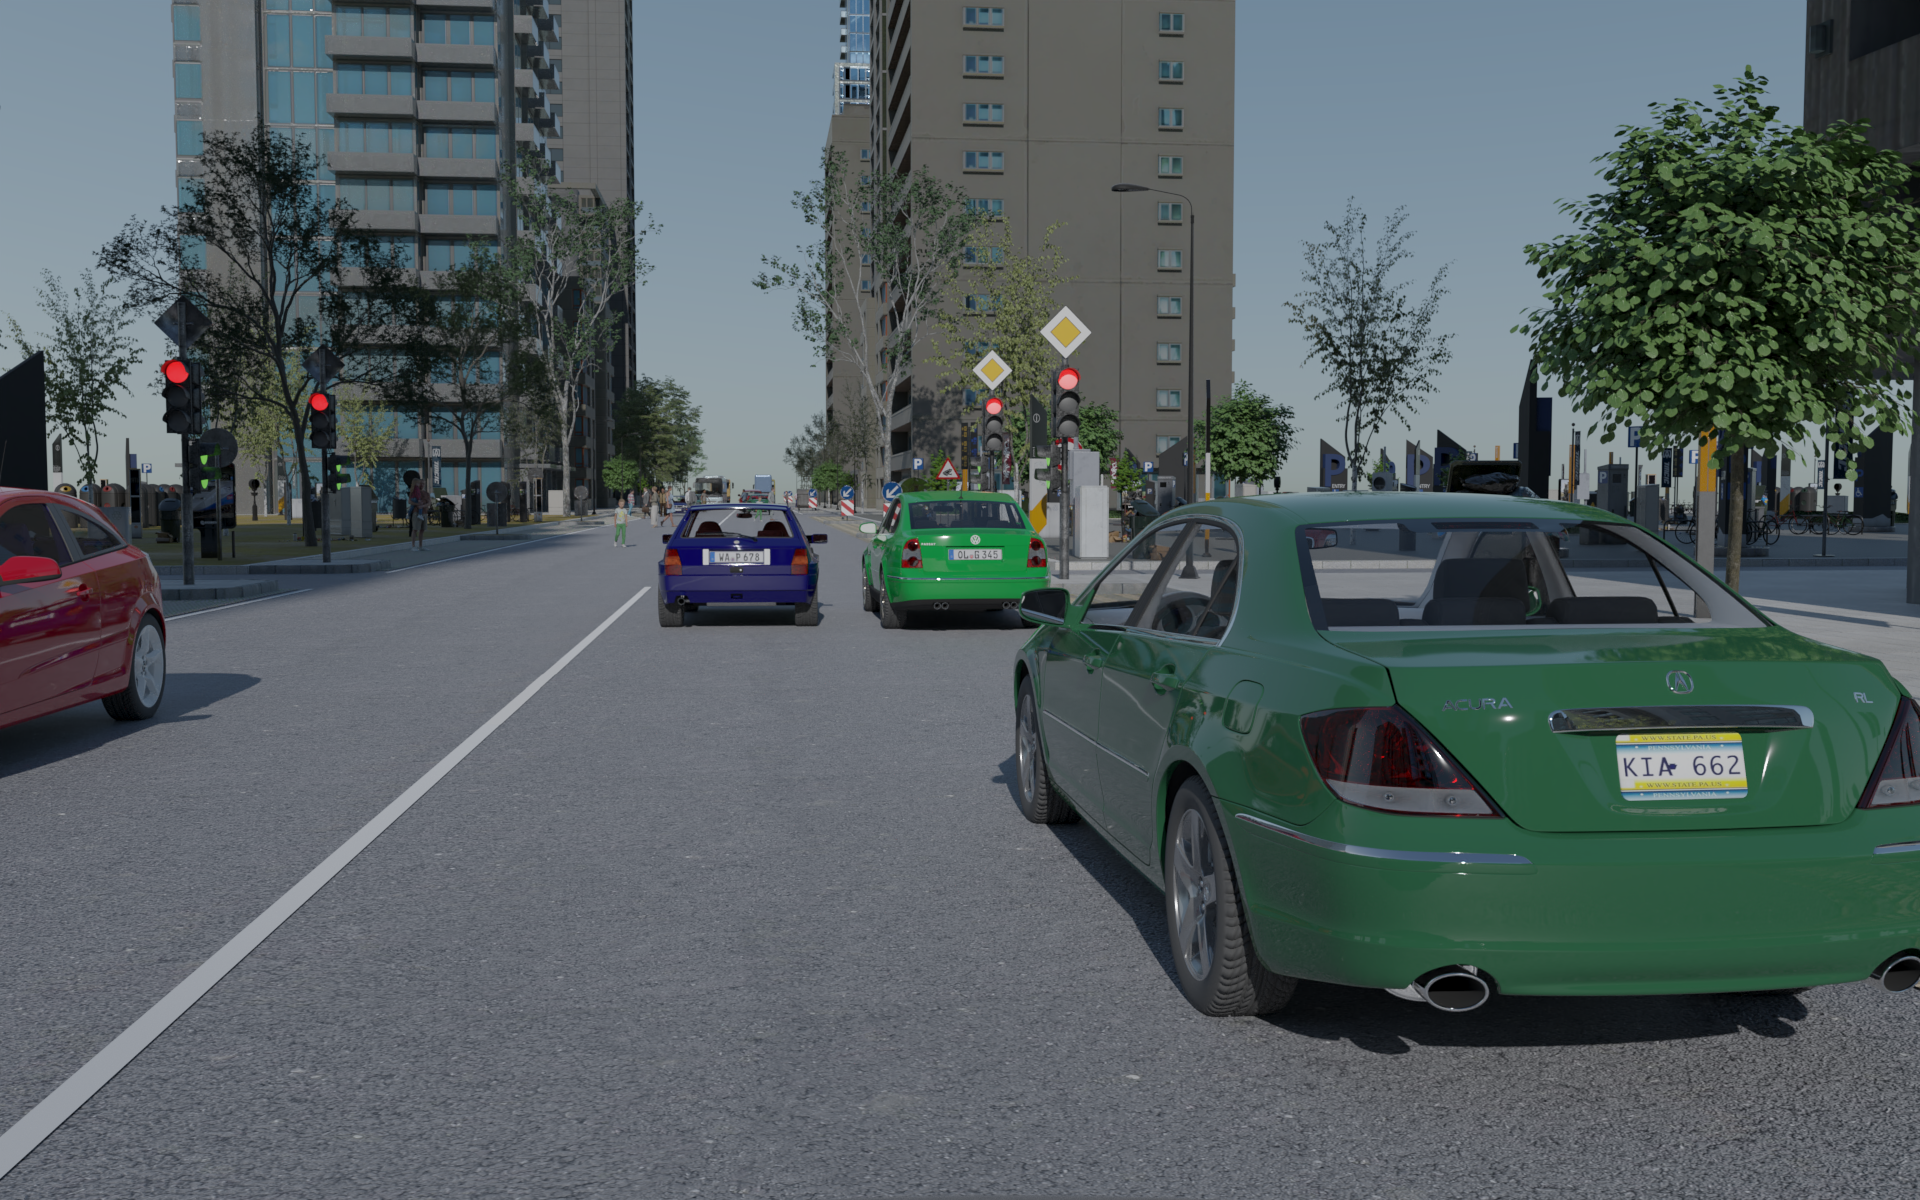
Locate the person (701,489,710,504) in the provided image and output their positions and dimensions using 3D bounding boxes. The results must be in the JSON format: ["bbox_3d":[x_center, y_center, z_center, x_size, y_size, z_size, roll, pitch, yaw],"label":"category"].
[{"bbox_3d":[-20.258,-7.885,137.424,0.705,1.824,1.348,1,4,20],"label":"person"}]

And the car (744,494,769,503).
[{"bbox_3d":[-13.769,-6.555,118.969,2.131,1.459,4.920,0,4,-8],"label":"car"}]

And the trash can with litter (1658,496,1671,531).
[{"bbox_3d":[24.473,-3.089,61.563,2.233,1.210,1.678,0,4,5],"label":"trash can with litter"}]

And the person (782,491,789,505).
[{"bbox_3d":[-18.157,-10.458,180.012,0.750,1.759,0.617,0,4,-1],"label":"person"}]

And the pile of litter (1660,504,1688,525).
[{"bbox_3d":[30.218,-3.638,73.441,1.719,0.858,1.176,-2,4,-35],"label":"pile of litter"}]

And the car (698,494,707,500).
[{"bbox_3d":[-22.648,-8.307,147.611,2.131,1.459,4.920,-1,4,-9],"label":"car"}]

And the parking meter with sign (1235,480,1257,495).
[{"bbox_3d":[14.413,-5.500,86.178,1.738,3.016,0.543,-1,4,-22],"label":"parking meter with sign"}]

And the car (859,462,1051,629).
[{"bbox_3d":[-0.133,-0.676,19.855,1.959,1.807,4.718,0,4,-7],"label":"car"}]

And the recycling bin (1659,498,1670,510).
[{"bbox_3d":[40.639,-5.373,100.398,0.722,1.027,0.722,-3,5,-43],"label":"recycling bin"}]

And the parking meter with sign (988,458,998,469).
[{"bbox_3d":[1.019,-5.229,81.757,0.543,3.016,1.738,3,5,43],"label":"parking meter with sign"}]

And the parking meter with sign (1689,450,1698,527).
[{"bbox_3d":[29.024,-4.361,67.563,0.543,3.016,1.738,0,4,1],"label":"parking meter with sign"}]

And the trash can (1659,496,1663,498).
[{"bbox_3d":[46.457,-6.334,115.210,0.748,1.137,0.748,0,3,0],"label":"trash can"}]

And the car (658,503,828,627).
[{"bbox_3d":[-2.500,-0.455,20.025,1.945,1.354,3.894,0,4,-5],"label":"car"}]

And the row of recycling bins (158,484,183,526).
[{"bbox_3d":[-32.309,-3.840,69.902,1.069,1.692,3.534,0,4,1],"label":"row of recycling bins"}]

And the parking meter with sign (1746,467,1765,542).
[{"bbox_3d":[21.266,-3.093,46.823,0.543,3.016,1.738,2,4,33],"label":"parking meter with sign"}]

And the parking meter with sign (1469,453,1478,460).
[{"bbox_3d":[20.987,-4.712,73.304,1.738,3.016,0.543,-1,4,-15],"label":"parking meter with sign"}]

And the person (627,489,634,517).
[{"bbox_3d":[-20.417,-5.995,107.351,0.643,1.720,0.563,-2,4,-35],"label":"person"}]

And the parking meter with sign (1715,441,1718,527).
[{"bbox_3d":[25.831,-3.744,57.470,1.738,3.016,0.543,-1,4,-13],"label":"parking meter with sign"}]

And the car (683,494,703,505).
[{"bbox_3d":[-22.075,-7.968,142.067,2.131,1.459,4.920,0,4,-6],"label":"car"}]

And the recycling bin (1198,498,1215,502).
[{"bbox_3d":[14.819,-5.602,104.153,0.722,1.027,0.722,-2,4,-31],"label":"recycling bin"}]

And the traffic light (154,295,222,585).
[{"bbox_3d":[-10.922,-2.173,24.457,0.839,4.253,0.868,0,4,-7],"label":"traffic light"}]

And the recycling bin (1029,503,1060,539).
[{"bbox_3d":[2.453,-2.309,50.311,0.722,1.027,0.722,-1,4,-21],"label":"recycling bin"}]

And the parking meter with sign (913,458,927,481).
[{"bbox_3d":[-1.700,-5.431,85.059,0.543,3.016,1.738,1,4,23],"label":"parking meter with sign"}]

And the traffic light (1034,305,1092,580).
[{"bbox_3d":[1.550,-2.265,25.951,0.839,4.253,0.868,0,4,-7],"label":"traffic light"}]

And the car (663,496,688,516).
[{"bbox_3d":[-18.448,-6.141,112.990,1.945,1.354,3.894,0,4,-8],"label":"car"}]

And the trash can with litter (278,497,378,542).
[{"bbox_3d":[-17.387,-2.229,47.504,2.233,1.210,1.678,0,4,-5],"label":"trash can with litter"}]

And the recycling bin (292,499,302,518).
[{"bbox_3d":[-35.377,-4.872,92.205,0.722,1.027,0.722,-2,4,-27],"label":"recycling bin"}]

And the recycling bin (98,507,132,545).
[{"bbox_3d":[-16.564,-1.296,33.745,0.722,1.027,0.722,-1,4,-21],"label":"recycling bin"}]

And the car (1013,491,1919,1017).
[{"bbox_3d":[1.361,0.338,6.272,2.131,1.459,4.920,0,4,-7],"label":"car"}]

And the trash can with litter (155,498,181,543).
[{"bbox_3d":[-20.687,-2.078,45.354,0.624,1.170,1.055,-1,4,-11],"label":"trash can with litter"}]

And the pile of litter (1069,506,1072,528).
[{"bbox_3d":[4.437,-3.169,65.784,1.176,0.858,1.719,-1,4,-19],"label":"pile of litter"}]

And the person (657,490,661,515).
[{"bbox_3d":[-20.916,-6.797,120.355,0.721,1.735,1.217,3,5,43],"label":"person"}]

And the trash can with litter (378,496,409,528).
[{"bbox_3d":[-21.687,-3.355,65.905,2.233,1.210,1.678,0,4,-2],"label":"trash can with litter"}]

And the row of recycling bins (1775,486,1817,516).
[{"bbox_3d":[45.931,-5.412,95.596,1.069,1.692,3.534,-1,4,-11],"label":"row of recycling bins"}]

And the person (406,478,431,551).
[{"bbox_3d":[-13.539,-2.129,43.291,0.573,1.828,0.580,0,4,-5],"label":"person"}]

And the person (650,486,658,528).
[{"bbox_3d":[-13.064,-3.968,73.927,0.362,1.759,0.519,0,4,3],"label":"person"}]

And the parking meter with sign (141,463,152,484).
[{"bbox_3d":[-46.871,-6.291,99.117,1.738,3.016,0.543,3,5,42],"label":"parking meter with sign"}]

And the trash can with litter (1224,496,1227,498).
[{"bbox_3d":[15.902,-5.560,101.963,2.233,1.210,1.678,1,4,8],"label":"trash can with litter"}]

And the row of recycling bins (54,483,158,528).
[{"bbox_3d":[-32.307,-3.552,65.182,3.534,1.692,1.069,0,4,2],"label":"row of recycling bins"}]

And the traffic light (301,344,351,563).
[{"bbox_3d":[-11.866,-2.658,32.386,0.839,4.253,0.868,0,4,-7],"label":"traffic light"}]

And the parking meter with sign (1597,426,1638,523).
[{"bbox_3d":[16.591,-2.925,44.092,1.738,3.016,0.543,-2,4,-24],"label":"parking meter with sign"}]

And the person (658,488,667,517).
[{"bbox_3d":[-18.806,-6.182,109.664,1.348,1.812,0.705,0,4,4],"label":"person"}]

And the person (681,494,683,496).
[{"bbox_3d":[-31.503,-11.301,196.499,0.991,1.433,0.599,1,4,11],"label":"person"}]

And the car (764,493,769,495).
[{"bbox_3d":[-24.020,-12.459,212.745,2.155,1.783,4.494,0,4,-7],"label":"car"}]

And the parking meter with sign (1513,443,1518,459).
[{"bbox_3d":[18.770,-3.777,58.016,0.543,3.016,1.738,1,4,19],"label":"parking meter with sign"}]

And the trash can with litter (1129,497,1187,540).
[{"bbox_3d":[3.799,-1.380,33.953,0.624,1.170,1.055,-3,4,-36],"label":"trash can with litter"}]

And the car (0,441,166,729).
[{"bbox_3d":[-5.863,-0.027,9.481,2.155,1.783,4.494,0,4,-7],"label":"car"}]

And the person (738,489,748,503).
[{"bbox_3d":[-16.874,-7.744,135.107,0.705,1.826,1.348,1,4,23],"label":"person"}]

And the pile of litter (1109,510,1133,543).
[{"bbox_3d":[4.264,-1.978,46.298,1.176,0.858,1.719,3,5,41],"label":"pile of litter"}]

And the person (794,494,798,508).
[{"bbox_3d":[-16.667,-10.289,177.657,0.756,1.711,0.436,-3,4,-36],"label":"person"}]

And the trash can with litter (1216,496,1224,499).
[{"bbox_3d":[13.335,-4.821,90.203,1.055,1.170,0.624,-3,4,-36],"label":"trash can with litter"}]

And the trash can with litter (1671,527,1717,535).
[{"bbox_3d":[23.650,-2.671,54.725,1.678,1.210,2.233,2,4,32],"label":"trash can with litter"}]

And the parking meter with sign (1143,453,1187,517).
[{"bbox_3d":[8.733,-4.712,73.304,1.738,3.016,0.543,2,4,27],"label":"parking meter with sign"}]

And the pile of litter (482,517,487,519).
[{"bbox_3d":[-24.296,-4.684,90.550,1.176,0.858,1.719,-3,5,-39],"label":"pile of litter"}]

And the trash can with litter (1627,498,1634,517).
[{"bbox_3d":[37.981,-5.311,98.221,1.055,1.170,0.624,1,4,14],"label":"trash can with litter"}]

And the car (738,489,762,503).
[{"bbox_3d":[-17.557,-8.393,145.903,2.281,1.827,5.304,-1,4,-9],"label":"car"}]

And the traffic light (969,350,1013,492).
[{"bbox_3d":[0.606,-2.750,33.880,0.839,4.253,0.868,0,4,-7],"label":"traffic light"}]

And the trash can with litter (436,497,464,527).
[{"bbox_3d":[-19.624,-3.387,66.759,0.624,1.170,1.055,2,4,33],"label":"trash can with litter"}]

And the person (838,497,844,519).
[{"bbox_3d":[-6.630,-5.175,97.376,0.475,1.303,0.640,-2,4,-23],"label":"person"}]
